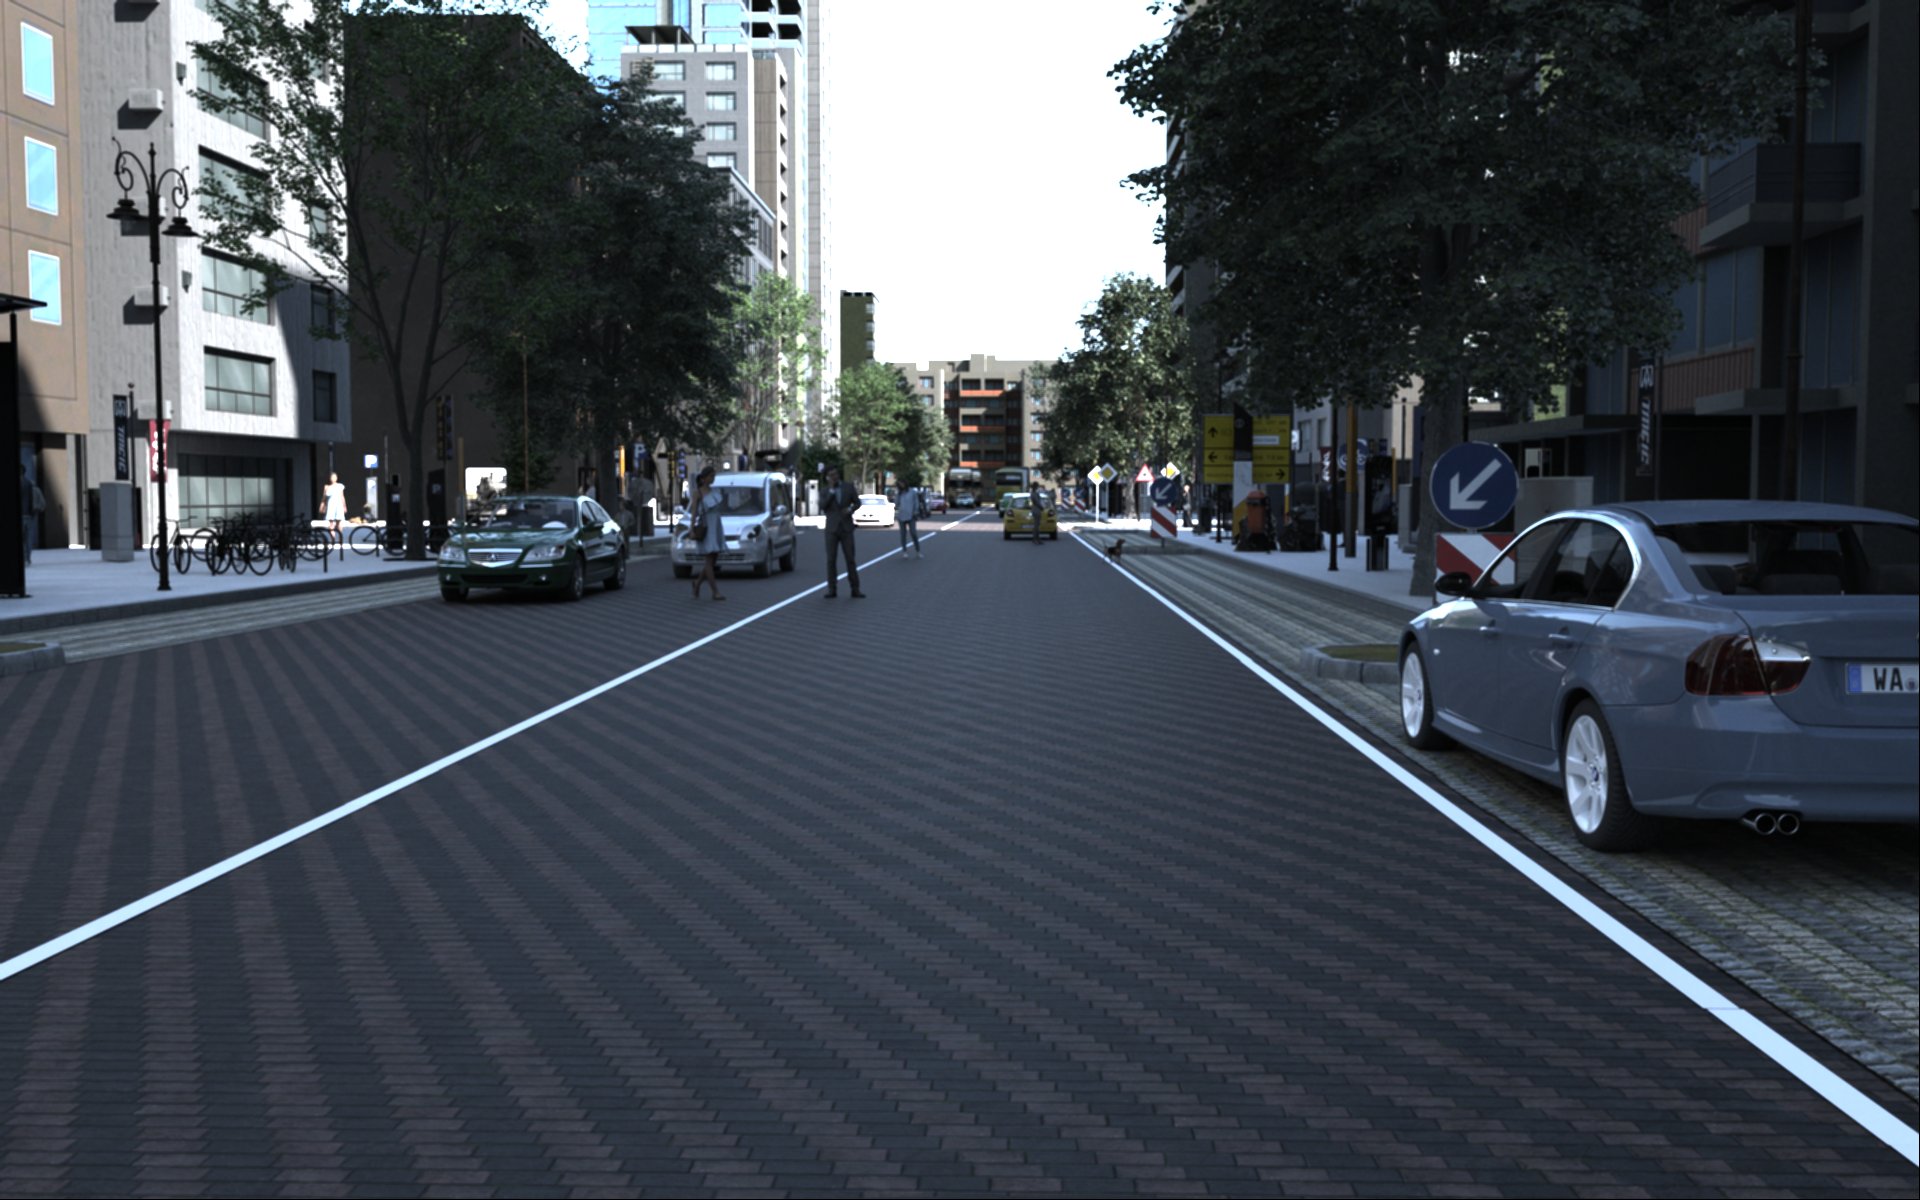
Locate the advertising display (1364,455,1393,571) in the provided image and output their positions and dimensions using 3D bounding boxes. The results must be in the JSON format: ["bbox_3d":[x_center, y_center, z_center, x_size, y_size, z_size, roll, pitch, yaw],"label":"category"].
[{"bbox_3d":[7.015,-1.458,29.044,0.123,1.923,0.974,2,4,34],"label":"advertising display"}]

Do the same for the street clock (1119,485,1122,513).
[{"bbox_3d":[10.444,-6.617,112.756,0.358,2.002,0.471,0,4,6],"label":"street clock"}]

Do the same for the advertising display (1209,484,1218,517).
[{"bbox_3d":[14.071,-5.555,96.038,0.123,1.923,0.974,2,4,33],"label":"advertising display"}]

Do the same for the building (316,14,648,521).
[{"bbox_3d":[-23.822,-15.828,88.472,12.332,23.373,15.834,0,4,2],"label":"building"}]

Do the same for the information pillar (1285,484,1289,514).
[{"bbox_3d":[13.351,-4.909,71.622,0.504,3.616,0.183,0,4,7],"label":"information pillar"}]

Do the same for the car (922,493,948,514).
[{"bbox_3d":[-1.919,-7.184,126.502,2.155,1.783,4.494,0,3,0],"label":"car"}]

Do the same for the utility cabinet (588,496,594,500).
[{"bbox_3d":[-10.435,-2.184,46.872,1.020,1.237,0.306,0,4,-6],"label":"utility cabinet"}]

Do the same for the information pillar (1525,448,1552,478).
[{"bbox_3d":[9.328,-1.437,27.986,0.304,2.012,0.304,-3,5,-42],"label":"information pillar"}]

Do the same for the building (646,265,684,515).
[{"bbox_3d":[-25.622,-14.568,105.640,16.820,18.784,16.811,0,4,2],"label":"building"}]

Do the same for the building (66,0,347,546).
[{"bbox_3d":[-25.901,-16.967,49.118,14.107,30.474,14.160,0,4,2],"label":"building"}]

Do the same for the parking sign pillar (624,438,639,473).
[{"bbox_3d":[-16.126,-5.860,84.275,1.447,3.967,1.447,3,5,42],"label":"parking sign pillar"}]

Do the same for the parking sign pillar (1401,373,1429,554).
[{"bbox_3d":[10.356,-3.004,37.594,1.447,3.967,1.447,-1,4,-18],"label":"parking sign pillar"}]

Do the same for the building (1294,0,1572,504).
[{"bbox_3d":[24.395,-24.498,84.134,14.086,41.232,14.154,0,4,2],"label":"building"}]

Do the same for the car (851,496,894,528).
[{"bbox_3d":[-3.852,-3.828,74.957,2.083,1.381,4.827,0,4,1],"label":"car"}]

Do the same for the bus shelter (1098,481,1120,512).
[{"bbox_3d":[10.704,-7.976,124.323,2.014,3.302,5.546,0,4,2],"label":"bus shelter"}]

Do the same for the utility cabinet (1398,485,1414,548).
[{"bbox_3d":[10.695,-1.945,40.478,1.173,1.500,0.318,-3,5,-44],"label":"utility cabinet"}]

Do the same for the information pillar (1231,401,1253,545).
[{"bbox_3d":[7.116,-3.198,43.648,0.504,3.616,0.183,1,4,11],"label":"information pillar"}]

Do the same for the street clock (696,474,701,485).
[{"bbox_3d":[-9.323,-3.561,62.795,0.471,2.002,0.358,3,4,37],"label":"street clock"}]

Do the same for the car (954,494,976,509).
[{"bbox_3d":[0.507,-9.669,169.882,2.131,1.459,4.920,0,4,0],"label":"car"}]

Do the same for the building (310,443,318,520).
[{"bbox_3d":[-43.293,-18.438,88.847,23.554,28.519,14.401,0,4,2],"label":"building"}]

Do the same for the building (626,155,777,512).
[{"bbox_3d":[-22.673,-20.721,132.291,14.314,27.812,24.014,0,4,2],"label":"building"}]

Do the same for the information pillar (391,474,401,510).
[{"bbox_3d":[-20.356,-3.548,62.509,0.304,2.012,0.304,-1,4,-14],"label":"information pillar"}]

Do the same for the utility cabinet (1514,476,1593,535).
[{"bbox_3d":[7.519,-0.816,22.024,0.318,1.500,1.173,-1,4,-18],"label":"utility cabinet"}]

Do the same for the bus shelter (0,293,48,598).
[{"bbox_3d":[-12.134,-1.652,18.287,1.731,3.624,6.357,0,4,2],"label":"bus shelter"}]

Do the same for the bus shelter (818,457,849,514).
[{"bbox_3d":[-8.356,-7.435,112.842,1.731,3.624,6.357,0,4,2],"label":"bus shelter"}]

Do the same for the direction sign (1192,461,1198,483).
[{"bbox_3d":[16.415,-7.788,119.334,0.876,3.537,0.379,0,4,-1],"label":"direction sign"}]

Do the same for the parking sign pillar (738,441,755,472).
[{"bbox_3d":[-10.692,-6.019,86.880,1.447,3.967,1.447,-2,4,-29],"label":"parking sign pillar"}]

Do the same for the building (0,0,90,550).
[{"bbox_3d":[-27.878,-23.431,33.209,14.600,45.320,14.200,0,4,2],"label":"building"}]

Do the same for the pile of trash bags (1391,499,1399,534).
[{"bbox_3d":[14.996,-2.780,55.204,3.447,1.369,1.912,1,4,22],"label":"pile of trash bags"}]

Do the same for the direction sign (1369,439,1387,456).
[{"bbox_3d":[17.065,-4.835,71.057,0.876,3.537,0.379,0,4,-2],"label":"direction sign"}]

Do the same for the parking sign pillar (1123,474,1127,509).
[{"bbox_3d":[13.692,-9.607,145.553,1.447,3.967,1.447,-1,4,-23],"label":"parking sign pillar"}]

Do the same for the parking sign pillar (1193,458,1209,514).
[{"bbox_3d":[15.891,-7.590,112.574,1.447,3.967,1.447,2,4,28],"label":"parking sign pillar"}]

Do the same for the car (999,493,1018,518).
[{"bbox_3d":[3.315,-5.935,105.826,1.959,1.807,4.718,0,4,3],"label":"car"}]

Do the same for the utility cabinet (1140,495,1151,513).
[{"bbox_3d":[12.363,-6.460,116.780,1.020,1.237,0.306,1,4,21],"label":"utility cabinet"}]

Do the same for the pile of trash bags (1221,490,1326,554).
[{"bbox_3d":[6.991,-1.763,38.577,1.912,1.369,3.447,2,4,24],"label":"pile of trash bags"}]

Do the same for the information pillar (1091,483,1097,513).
[{"bbox_3d":[9.014,-6.852,116.524,0.304,2.012,0.304,-1,4,-22],"label":"information pillar"}]

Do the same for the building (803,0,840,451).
[{"bbox_3d":[-25.234,-46.765,202.863,20.611,71.187,20.563,0,4,2],"label":"building"}]

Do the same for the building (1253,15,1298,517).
[{"bbox_3d":[24.267,-20.335,104.184,14.160,30.474,14.107,0,4,2],"label":"building"}]

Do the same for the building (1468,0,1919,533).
[{"bbox_3d":[24.121,-23.202,33.970,22.147,44.769,28.867,0,4,2],"label":"building"}]

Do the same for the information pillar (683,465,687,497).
[{"bbox_3d":[-19.129,-7.863,119.919,0.504,3.616,0.183,-1,4,-13],"label":"information pillar"}]

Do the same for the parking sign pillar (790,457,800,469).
[{"bbox_3d":[-11.033,-7.815,116.240,1.447,3.967,1.447,1,4,14],"label":"parking sign pillar"}]

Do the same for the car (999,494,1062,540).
[{"bbox_3d":[2.265,-2.778,55.650,2.015,1.641,3.980,0,4,2],"label":"car"}]

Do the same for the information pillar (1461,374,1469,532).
[{"bbox_3d":[8.982,-2.432,31.120,0.183,3.616,0.504,0,4,-7],"label":"information pillar"}]

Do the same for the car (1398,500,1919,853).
[{"bbox_3d":[3.380,0.233,8.191,2.014,1.417,4.499,0,4,0],"label":"car"}]

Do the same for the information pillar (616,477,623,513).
[{"bbox_3d":[-14.356,-4.181,72.846,0.304,2.012,0.304,0,4,8],"label":"information pillar"}]

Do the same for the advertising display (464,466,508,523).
[{"bbox_3d":[-10.952,-2.132,40.065,0.974,1.923,0.123,-1,4,-22],"label":"advertising display"}]

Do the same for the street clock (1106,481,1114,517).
[{"bbox_3d":[8.305,-5.577,95.754,0.471,2.002,0.358,-1,4,-14],"label":"street clock"}]

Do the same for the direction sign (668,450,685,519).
[{"bbox_3d":[-14.444,-5.887,88.257,0.876,3.537,0.379,0,4,1],"label":"direction sign"}]

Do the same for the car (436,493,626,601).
[{"bbox_3d":[-6.003,-0.789,24.694,2.131,1.459,4.920,0,4,0],"label":"car"}]

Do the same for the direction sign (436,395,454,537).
[{"bbox_3d":[-11.878,-2.936,40.007,0.379,3.537,0.876,-3,4,-39],"label":"direction sign"}]

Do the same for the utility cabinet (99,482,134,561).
[{"bbox_3d":[-16.061,-1.488,33.007,0.318,1.500,1.173,-3,5,-39],"label":"utility cabinet"}]

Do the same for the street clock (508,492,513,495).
[{"bbox_3d":[-20.381,-4.540,78.800,0.358,2.002,0.471,3,4,36],"label":"street clock"}]
